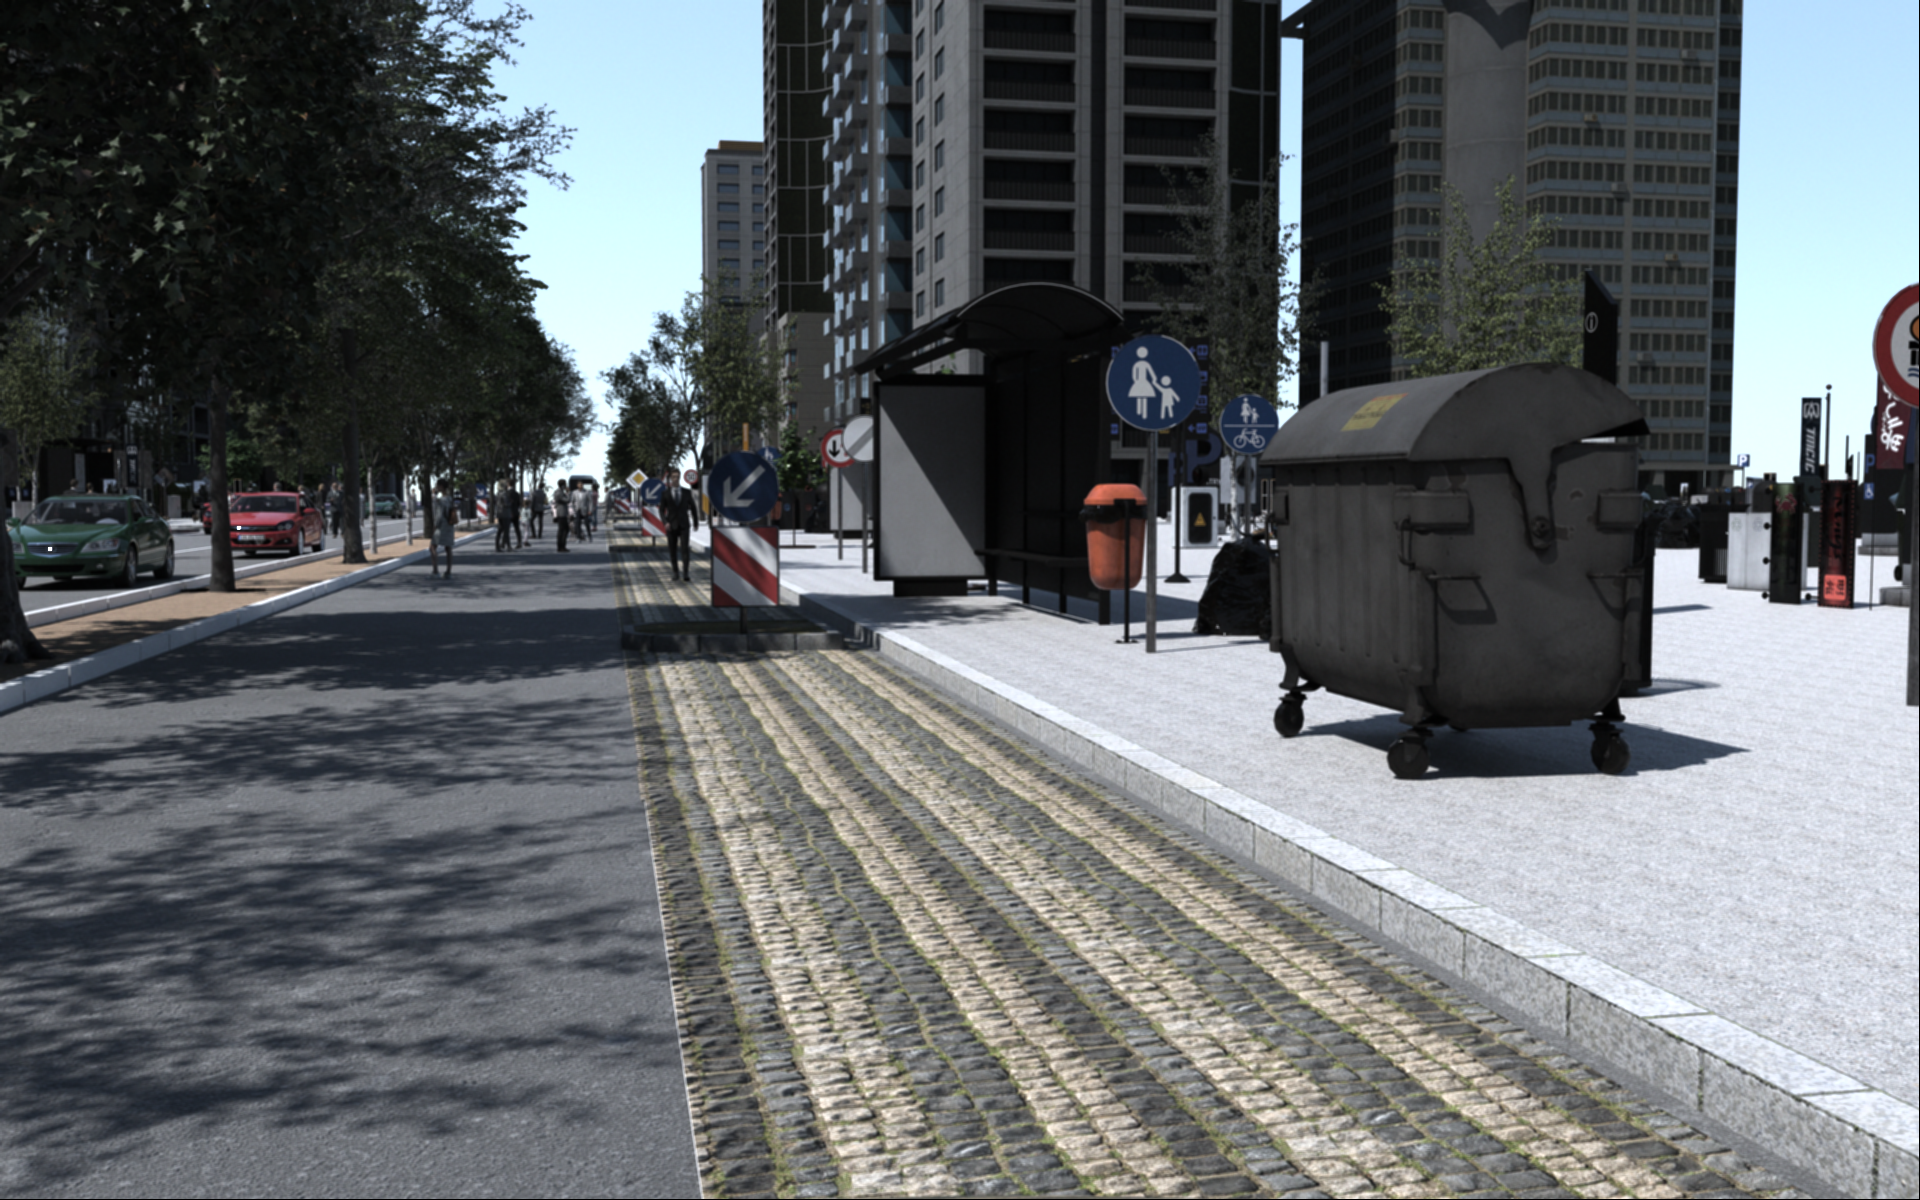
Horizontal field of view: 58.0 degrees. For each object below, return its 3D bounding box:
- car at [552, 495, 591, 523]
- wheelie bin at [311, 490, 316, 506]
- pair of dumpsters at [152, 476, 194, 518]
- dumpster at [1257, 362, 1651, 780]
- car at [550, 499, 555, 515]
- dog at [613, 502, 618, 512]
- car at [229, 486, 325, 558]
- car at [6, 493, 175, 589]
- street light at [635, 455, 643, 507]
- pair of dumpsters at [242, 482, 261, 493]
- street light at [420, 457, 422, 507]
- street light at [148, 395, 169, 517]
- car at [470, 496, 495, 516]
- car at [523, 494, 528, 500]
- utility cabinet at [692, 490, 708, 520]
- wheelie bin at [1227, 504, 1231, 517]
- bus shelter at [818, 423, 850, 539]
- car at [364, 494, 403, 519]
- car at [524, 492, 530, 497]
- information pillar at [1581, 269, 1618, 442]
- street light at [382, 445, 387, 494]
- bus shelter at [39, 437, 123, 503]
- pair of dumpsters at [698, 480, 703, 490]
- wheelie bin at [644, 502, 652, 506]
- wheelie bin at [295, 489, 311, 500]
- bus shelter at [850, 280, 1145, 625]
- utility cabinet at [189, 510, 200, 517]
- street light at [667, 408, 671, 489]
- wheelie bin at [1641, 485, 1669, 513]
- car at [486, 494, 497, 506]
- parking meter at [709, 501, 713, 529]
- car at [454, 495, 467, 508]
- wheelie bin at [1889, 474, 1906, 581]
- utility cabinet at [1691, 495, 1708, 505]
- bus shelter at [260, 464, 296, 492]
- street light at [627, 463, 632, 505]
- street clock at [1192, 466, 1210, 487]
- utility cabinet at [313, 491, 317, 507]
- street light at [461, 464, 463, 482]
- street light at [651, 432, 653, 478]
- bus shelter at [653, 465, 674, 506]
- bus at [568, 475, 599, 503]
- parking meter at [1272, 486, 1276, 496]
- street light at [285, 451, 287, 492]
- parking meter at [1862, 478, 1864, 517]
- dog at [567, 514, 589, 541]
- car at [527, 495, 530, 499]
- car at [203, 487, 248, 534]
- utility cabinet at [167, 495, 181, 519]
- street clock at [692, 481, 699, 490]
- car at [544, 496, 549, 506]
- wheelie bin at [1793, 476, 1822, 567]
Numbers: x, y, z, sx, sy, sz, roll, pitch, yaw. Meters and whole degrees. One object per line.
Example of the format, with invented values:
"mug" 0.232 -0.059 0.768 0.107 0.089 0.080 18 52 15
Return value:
"car" -19.509 -4.578 87.208 2.083 1.381 4.827 -1 4 -11
"wheelie bin" -53.612 -8.288 143.411 0.693 1.594 0.980 3 4 36
"pair of dumpsters" -41.967 -5.507 92.536 1.574 2.255 4.437 -1 4 -12
"dumpster" 2.376 -0.168 8.510 1.264 1.857 1.865 -1 4 -12
"car" -26.992 -6.494 118.537 2.083 1.381 4.827 -1 4 -12
"dog" -27.913 -7.565 140.523 0.513 0.831 0.800 -2 4 -23
"car" -15.935 -1.898 40.076 2.155 1.783 4.494 -1 4 -11
"car" -13.920 -0.977 27.767 2.131 1.459 4.920 -1 4 -14
"street light" -30.964 -11.830 166.200 0.468 5.910 1.993 -1 4 -12
"pair of dumpsters" -41.081 -5.891 98.809 1.574 2.255 4.437 -1 4 -12
"street light" -54.782 -12.428 175.992 0.468 5.910 1.993 -1 4 -12
"street light" -33.092 -6.047 71.657 0.468 5.910 1.993 -1 4 -12
"car" -31.289 -6.143 113.010 1.945 1.354 3.894 -1 4 -12
"car" -67.972 -15.709 269.209 2.083 1.381 4.827 -1 4 -12
"utility cabinet" -12.672 -4.704 85.586 1.173 1.500 0.318 1 4 23
"wheelie bin" 12.998 -4.582 82.821 0.980 1.594 0.693 1 4 14
"bus shelter" -2.479 -3.233 46.781 2.014 3.302 5.546 -1 4 -12
"car" -33.522 -5.432 100.607 2.131 1.459 4.920 -1 4 -11
"car" -70.462 -16.669 282.127 1.945 1.707 3.694 -1 4 -13
"information pillar" 6.601 -1.626 17.945 0.183 3.616 0.504 -1 4 -13
"street light" -48.753 -10.650 146.922 0.468 5.910 1.993 -1 4 -12
"bus shelter" -37.373 -5.045 73.773 1.731 3.624 6.357 -1 4 -12
"pair of dumpsters" -18.071 -7.506 125.223 1.574 2.255 4.437 -1 4 -12
"wheelie bin" -24.248 -7.768 134.916 0.693 1.594 0.980 -2 4 -35
"wheelie bin" -46.117 -6.913 120.933 0.693 1.594 0.980 3 5 40
"bus shelter" 0.216 -1.542 19.128 2.014 3.302 5.546 -1 4 -12
"utility cabinet" -41.921 -5.320 95.663 1.173 1.500 0.318 0 4 -3
"street light" -15.342 -7.238 91.133 0.468 5.910 1.993 -1 4 -12
"wheelie bin" 23.414 -3.096 58.524 0.980 1.594 0.693 -1 4 -15
"car" -56.507 -12.182 208.214 2.155 1.783 4.494 -1 4 -11
"parking meter" -8.972 -3.524 63.330 0.399 1.863 0.255 0 4 1
"car" -44.306 -8.545 152.288 1.945 1.354 3.894 -1 4 -12
"wheelie bin" 14.155 -1.072 25.428 0.693 1.594 0.980 -3 5 -41
"utility cabinet" 38.017 -4.765 89.074 0.306 1.237 1.020 -1 4 -10
"bus shelter" -47.962 -8.018 122.379 1.731 3.624 6.357 -1 4 -12
"street light" -37.050 -13.593 195.024 0.468 5.910 1.993 -1 4 -12
"street clock" 6.300 -2.495 45.358 0.358 2.002 0.471 -2 4 -28
"utility cabinet" -51.573 -7.915 138.088 1.173 1.500 0.318 1 4 18
"street light" -65.509 -15.612 228.046 0.468 5.910 1.993 -1 4 -12
"street light" -21.305 -8.992 119.805 0.468 5.910 1.993 -1 4 -12
"bus shelter" -24.282 -9.197 141.652 1.731 3.624 6.357 -1 4 -12
"bus" -38.009 -11.009 174.853 2.948 3.499 13.247 -1 4 -11
"parking meter" 10.158 -2.870 55.338 0.372 1.533 0.369 0 3 0
"street light" -39.060 -7.801 100.327 0.468 5.910 1.993 -1 4 -12
"parking meter" 24.914 -2.548 47.369 0.255 1.863 0.399 -2 4 -26
"dog" -11.684 -2.228 53.260 0.800 0.831 0.513 0 4 0
"car" -50.766 -11.920 206.889 2.014 1.417 4.499 -1 4 -12
"car" -26.302 -3.307 63.102 2.155 1.783 4.494 -1 4 -12
"utility cabinet" -40.540 -4.783 89.366 0.306 1.237 1.020 0 4 -2
"street clock" -13.921 -5.301 91.242 0.471 2.002 0.358 2 4 25
"car" -52.729 -12.704 217.929 2.015 1.641 3.980 -1 4 -10
"wheelie bin" 14.868 -1.381 30.494 0.980 1.594 0.693 -2 4 -23
